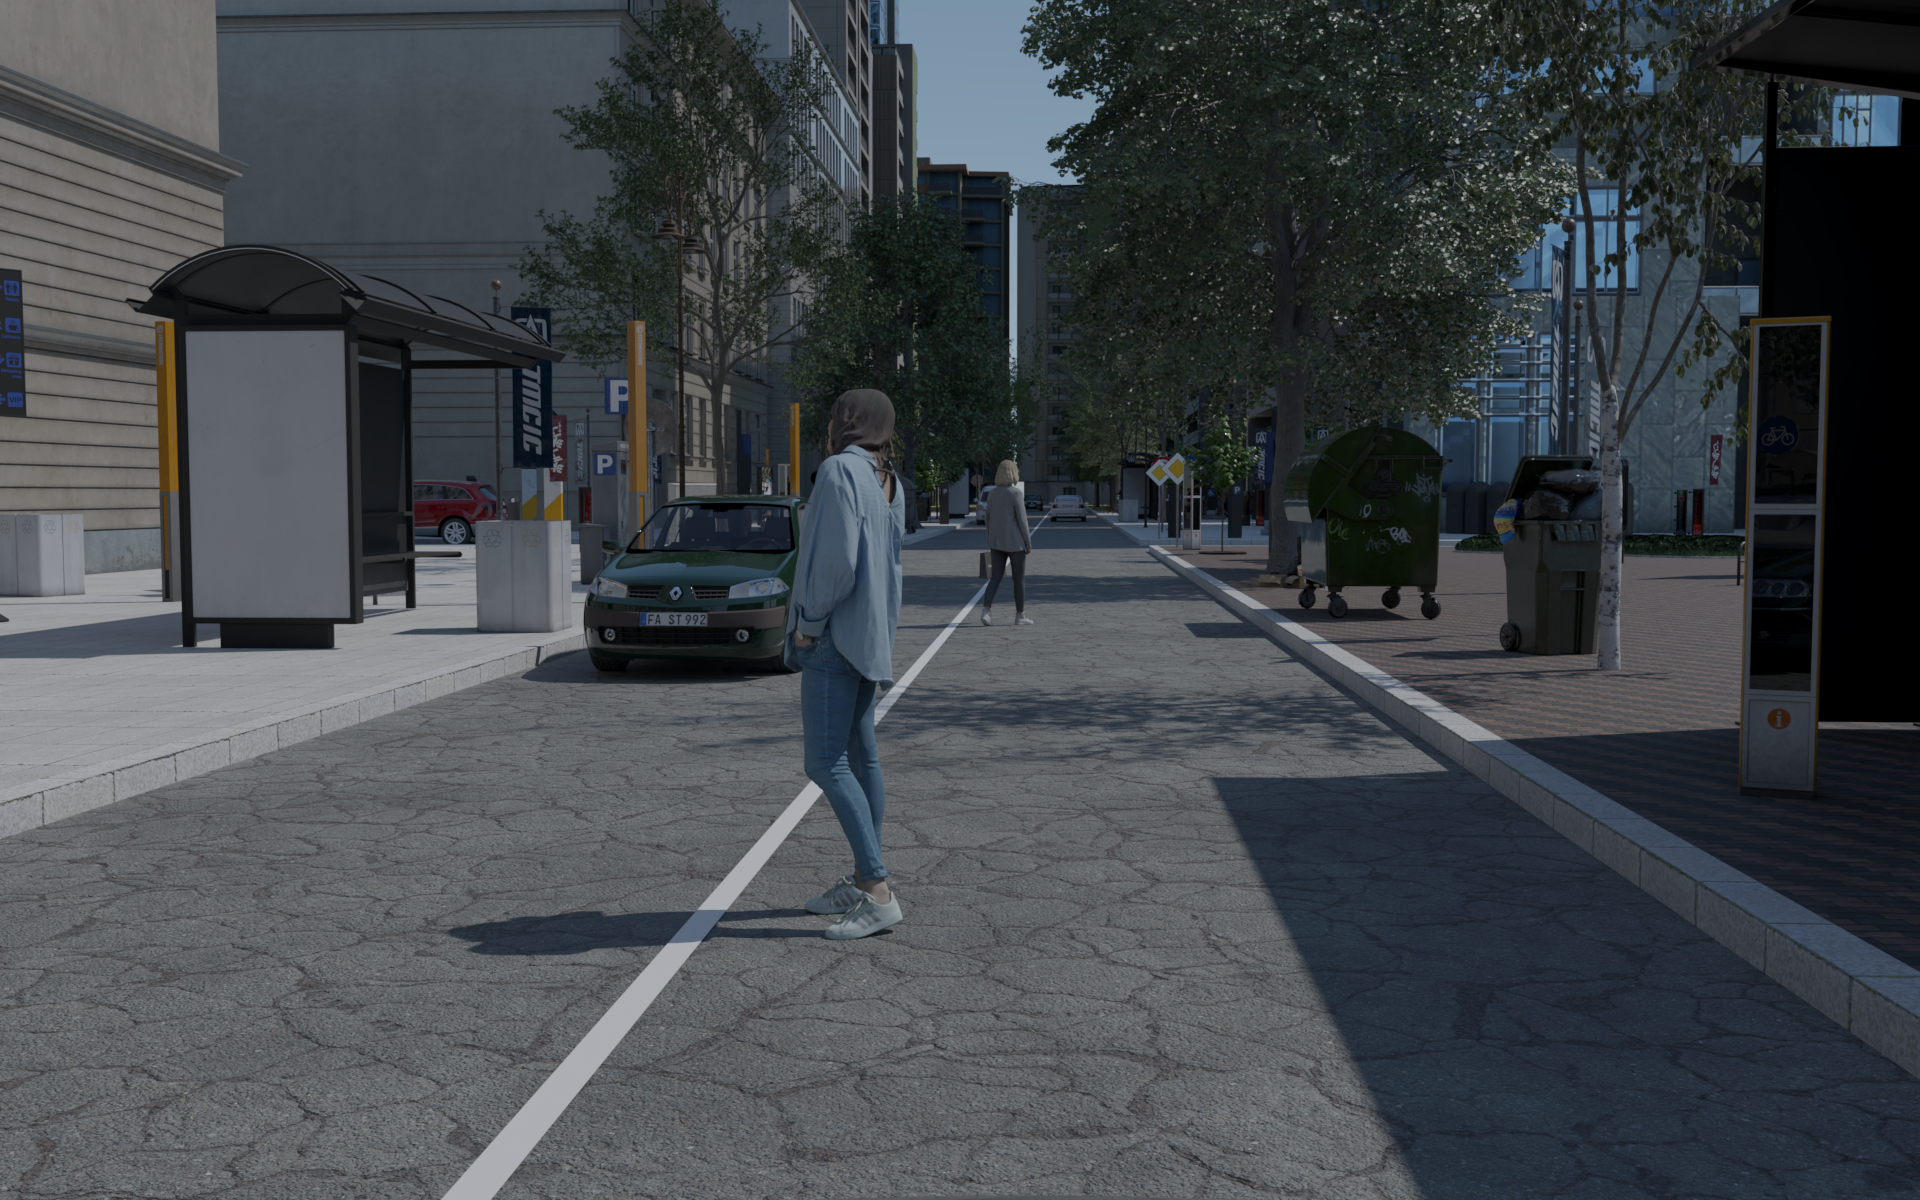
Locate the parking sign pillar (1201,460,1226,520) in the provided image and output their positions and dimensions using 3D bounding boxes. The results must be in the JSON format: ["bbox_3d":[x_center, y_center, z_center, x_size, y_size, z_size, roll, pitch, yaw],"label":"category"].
[{"bbox_3d":[12.747,-6.057,87.497,1.447,3.967,1.447,1,4,14],"label":"parking sign pillar"}]

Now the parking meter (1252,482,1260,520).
[{"bbox_3d":[14.790,-4.945,86.568,0.255,1.863,0.399,-1,4,-20],"label":"parking meter"}]

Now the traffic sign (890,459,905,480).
[{"bbox_3d":[-1.981,-2.836,50.007,0.795,2.450,0.064,0,4,3],"label":"traffic sign"}]

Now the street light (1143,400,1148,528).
[{"bbox_3d":[7.092,-5.701,65.997,0.468,5.910,1.993,0,4,3],"label":"street light"}]

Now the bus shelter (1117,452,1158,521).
[{"bbox_3d":[8.935,-5.647,86.257,2.014,3.302,5.546,0,4,3],"label":"bus shelter"}]

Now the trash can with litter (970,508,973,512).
[{"bbox_3d":[0.342,-6.784,122.313,1.055,1.170,0.624,-1,4,-19],"label":"trash can with litter"}]

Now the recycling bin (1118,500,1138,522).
[{"bbox_3d":[7.633,-4.041,78.624,0.722,1.027,0.722,-1,4,-14],"label":"recycling bin"}]

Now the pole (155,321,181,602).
[{"bbox_3d":[-9.393,-1.634,20.553,0.158,3.312,0.155,0,3,0],"label":"pole"}]

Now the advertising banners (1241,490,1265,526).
[{"bbox_3d":[11.992,-4.458,69.074,0.090,3.025,2.074,-3,5,-44],"label":"advertising banners"}]

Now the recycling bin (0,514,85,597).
[{"bbox_3d":[-11.621,-0.572,21.905,0.722,1.027,0.722,1,4,20],"label":"recycling bin"}]

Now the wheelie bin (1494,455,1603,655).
[{"bbox_3d":[4.837,-0.373,13.999,0.980,1.594,0.693,-1,4,-13],"label":"wheelie bin"}]

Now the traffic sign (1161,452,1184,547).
[{"bbox_3d":[5.215,-2.319,41.552,0.795,2.450,0.064,0,4,3],"label":"traffic sign"}]

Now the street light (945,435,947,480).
[{"bbox_3d":[-0.641,-6.493,78.941,0.468,5.910,1.993,0,4,3],"label":"street light"}]

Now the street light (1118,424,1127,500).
[{"bbox_3d":[8.841,-7.447,94.548,0.468,5.910,1.993,0,4,3],"label":"street light"}]

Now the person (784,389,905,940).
[{"bbox_3d":[-0.354,0.179,5.837,0.793,1.790,0.793,-1,4,-17],"label":"person"}]

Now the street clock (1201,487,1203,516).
[{"bbox_3d":[14.057,-5.913,101.241,0.358,2.002,0.471,0,4,5],"label":"street clock"}]

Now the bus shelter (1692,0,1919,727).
[{"bbox_3d":[4.629,-0.923,6.367,1.731,3.624,6.357,0,4,4],"label":"bus shelter"}]

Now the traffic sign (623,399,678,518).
[{"bbox_3d":[-4.143,-1.411,23.174,0.768,2.556,0.104,1,4,11],"label":"traffic sign"}]

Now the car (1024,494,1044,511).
[{"bbox_3d":[6.048,-8.229,144.338,2.009,1.686,4.222,0,4,4],"label":"car"}]

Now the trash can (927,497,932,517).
[{"bbox_3d":[-1.928,-5.259,97.643,0.748,1.137,0.748,0,3,0],"label":"trash can"}]

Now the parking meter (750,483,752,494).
[{"bbox_3d":[-8.951,-4.114,72.977,0.255,1.863,0.399,2,4,25],"label":"parking meter"}]

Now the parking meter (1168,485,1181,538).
[{"bbox_3d":[6.271,-2.585,50.674,0.372,1.533,0.369,0,3,0],"label":"parking meter"}]

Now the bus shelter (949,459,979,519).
[{"bbox_3d":[-0.122,-6.046,92.783,2.014,3.302,5.546,0,4,4],"label":"bus shelter"}]

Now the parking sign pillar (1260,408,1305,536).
[{"bbox_3d":[10.065,-3.991,53.720,1.447,3.967,1.447,-2,4,-35],"label":"parking sign pillar"}]

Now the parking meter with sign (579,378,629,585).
[{"bbox_3d":[-5.109,-1.772,25.228,0.543,3.016,1.738,0,4,4],"label":"parking meter with sign"}]

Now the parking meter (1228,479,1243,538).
[{"bbox_3d":[8.026,-2.736,50.450,0.399,1.863,0.255,-1,4,-17],"label":"parking meter"}]

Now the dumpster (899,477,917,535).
[{"bbox_3d":[-2.071,-3.046,55.568,1.264,1.857,1.865,0,4,4],"label":"dumpster"}]

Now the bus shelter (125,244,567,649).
[{"bbox_3d":[-5.599,-1.401,16.835,2.014,3.302,5.546,0,4,4],"label":"bus shelter"}]

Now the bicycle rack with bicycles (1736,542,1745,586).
[{"bbox_3d":[12.320,-0.647,23.962,2.925,0.926,2.852,-2,4,-34],"label":"bicycle rack with bicycles"}]

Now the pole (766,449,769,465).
[{"bbox_3d":[-8.745,-5.193,78.750,0.158,3.312,0.155,0,3,0],"label":"pole"}]

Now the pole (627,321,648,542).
[{"bbox_3d":[-3.822,-1.633,20.539,0.158,3.312,0.155,0,3,0],"label":"pole"}]

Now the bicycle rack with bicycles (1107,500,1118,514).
[{"bbox_3d":[10.795,-6.005,111.557,2.852,0.926,2.925,0,4,-5],"label":"bicycle rack with bicycles"}]

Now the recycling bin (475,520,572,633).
[{"bbox_3d":[-4.106,-0.231,16.334,0.722,1.027,0.722,0,4,3],"label":"recycling bin"}]

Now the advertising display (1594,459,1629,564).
[{"bbox_3d":[12.143,-1.660,32.354,0.123,1.923,0.974,-1,4,-12],"label":"advertising display"}]

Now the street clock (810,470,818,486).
[{"bbox_3d":[-4.336,-2.976,53.224,0.471,2.002,0.358,1,4,14],"label":"street clock"}]

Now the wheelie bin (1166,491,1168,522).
[{"bbox_3d":[9.733,-4.371,79.375,0.980,1.594,0.693,2,4,33],"label":"wheelie bin"}]

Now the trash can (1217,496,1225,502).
[{"bbox_3d":[17.489,-6.402,116.328,0.748,1.137,0.748,0,3,0],"label":"trash can"}]

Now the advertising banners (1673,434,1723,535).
[{"bbox_3d":[22.047,-3.397,51.729,0.090,3.025,2.074,-1,4,-14],"label":"advertising banners"}]

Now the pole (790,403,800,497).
[{"bbox_3d":[-3.714,-2.759,38.957,0.158,3.312,0.155,0,3,0],"label":"pole"}]

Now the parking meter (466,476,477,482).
[{"bbox_3d":[-15.476,-3.009,54.904,0.255,1.863,0.399,-2,4,-28],"label":"parking meter"}]

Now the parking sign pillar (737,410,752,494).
[{"bbox_3d":[-7.035,-4.146,56.266,1.447,3.967,1.447,0,4,-8],"label":"parking sign pillar"}]

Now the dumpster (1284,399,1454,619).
[{"bbox_3d":[4.343,-0.980,18.521,1.502,2.255,1.985,0,4,3],"label":"dumpster"}]

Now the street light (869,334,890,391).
[{"bbox_3d":[-2.340,-4.735,50.200,0.468,5.910,1.993,0,4,3],"label":"street light"}]

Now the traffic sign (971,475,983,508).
[{"bbox_3d":[1.124,-6.983,114.285,0.768,2.556,0.104,0,4,5],"label":"traffic sign"}]

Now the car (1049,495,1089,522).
[{"bbox_3d":[5.690,-4.784,90.584,2.083,1.381,4.827,0,4,4],"label":"car"}]

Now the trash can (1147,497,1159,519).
[{"bbox_3d":[10.001,-4.791,89.980,0.748,1.137,0.748,0,3,0],"label":"trash can"}]

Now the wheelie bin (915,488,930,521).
[{"bbox_3d":[-1.888,-4.528,81.933,0.980,1.594,0.693,1,4,20],"label":"wheelie bin"}]

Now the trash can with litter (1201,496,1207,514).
[{"bbox_3d":[14.641,-5.551,102.146,0.624,1.170,1.055,-1,4,-18],"label":"trash can with litter"}]

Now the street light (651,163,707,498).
[{"bbox_3d":[-3.966,-3.172,24.643,0.468,5.910,1.993,0,4,3],"label":"street light"}]

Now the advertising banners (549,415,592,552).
[{"bbox_3d":[-8.161,-2.576,38.298,2.074,3.025,0.090,0,4,-3],"label":"advertising banners"}]

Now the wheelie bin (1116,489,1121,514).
[{"bbox_3d":[10.685,-6.456,113.463,0.693,1.594,0.980,3,5,40],"label":"wheelie bin"}]

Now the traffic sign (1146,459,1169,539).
[{"bbox_3d":[5.698,-2.806,49.522,0.795,2.450,0.064,0,4,3],"label":"traffic sign"}]

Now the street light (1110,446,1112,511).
[{"bbox_3d":[10.736,-9.215,123.452,0.468,5.910,1.993,0,4,3],"label":"street light"}]

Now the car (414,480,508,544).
[{"bbox_3d":[-15.057,-2.381,47.601,5.304,1.827,2.281,0,4,2],"label":"car"}]

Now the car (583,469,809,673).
[{"bbox_3d":[-2.003,-0.331,15.197,2.009,1.686,4.222,0,4,5],"label":"car"}]

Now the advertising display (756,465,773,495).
[{"bbox_3d":[-4.325,-2.032,38.445,0.123,1.923,0.974,1,4,9],"label":"advertising display"}]

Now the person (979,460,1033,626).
[{"bbox_3d":[0.444,-0.625,18.894,0.709,1.800,0.728,3,5,42],"label":"person"}]

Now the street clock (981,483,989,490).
[{"bbox_3d":[1.588,-6.455,110.103,0.471,2.002,0.358,-2,4,-35],"label":"street clock"}]

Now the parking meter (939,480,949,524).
[{"bbox_3d":[-0.683,-4.129,73.219,0.399,1.863,0.255,-1,4,-21],"label":"parking meter"}]

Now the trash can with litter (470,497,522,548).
[{"bbox_3d":[-10.432,-1.816,40.755,1.678,1.210,2.233,-3,4,-37],"label":"trash can with litter"}]
